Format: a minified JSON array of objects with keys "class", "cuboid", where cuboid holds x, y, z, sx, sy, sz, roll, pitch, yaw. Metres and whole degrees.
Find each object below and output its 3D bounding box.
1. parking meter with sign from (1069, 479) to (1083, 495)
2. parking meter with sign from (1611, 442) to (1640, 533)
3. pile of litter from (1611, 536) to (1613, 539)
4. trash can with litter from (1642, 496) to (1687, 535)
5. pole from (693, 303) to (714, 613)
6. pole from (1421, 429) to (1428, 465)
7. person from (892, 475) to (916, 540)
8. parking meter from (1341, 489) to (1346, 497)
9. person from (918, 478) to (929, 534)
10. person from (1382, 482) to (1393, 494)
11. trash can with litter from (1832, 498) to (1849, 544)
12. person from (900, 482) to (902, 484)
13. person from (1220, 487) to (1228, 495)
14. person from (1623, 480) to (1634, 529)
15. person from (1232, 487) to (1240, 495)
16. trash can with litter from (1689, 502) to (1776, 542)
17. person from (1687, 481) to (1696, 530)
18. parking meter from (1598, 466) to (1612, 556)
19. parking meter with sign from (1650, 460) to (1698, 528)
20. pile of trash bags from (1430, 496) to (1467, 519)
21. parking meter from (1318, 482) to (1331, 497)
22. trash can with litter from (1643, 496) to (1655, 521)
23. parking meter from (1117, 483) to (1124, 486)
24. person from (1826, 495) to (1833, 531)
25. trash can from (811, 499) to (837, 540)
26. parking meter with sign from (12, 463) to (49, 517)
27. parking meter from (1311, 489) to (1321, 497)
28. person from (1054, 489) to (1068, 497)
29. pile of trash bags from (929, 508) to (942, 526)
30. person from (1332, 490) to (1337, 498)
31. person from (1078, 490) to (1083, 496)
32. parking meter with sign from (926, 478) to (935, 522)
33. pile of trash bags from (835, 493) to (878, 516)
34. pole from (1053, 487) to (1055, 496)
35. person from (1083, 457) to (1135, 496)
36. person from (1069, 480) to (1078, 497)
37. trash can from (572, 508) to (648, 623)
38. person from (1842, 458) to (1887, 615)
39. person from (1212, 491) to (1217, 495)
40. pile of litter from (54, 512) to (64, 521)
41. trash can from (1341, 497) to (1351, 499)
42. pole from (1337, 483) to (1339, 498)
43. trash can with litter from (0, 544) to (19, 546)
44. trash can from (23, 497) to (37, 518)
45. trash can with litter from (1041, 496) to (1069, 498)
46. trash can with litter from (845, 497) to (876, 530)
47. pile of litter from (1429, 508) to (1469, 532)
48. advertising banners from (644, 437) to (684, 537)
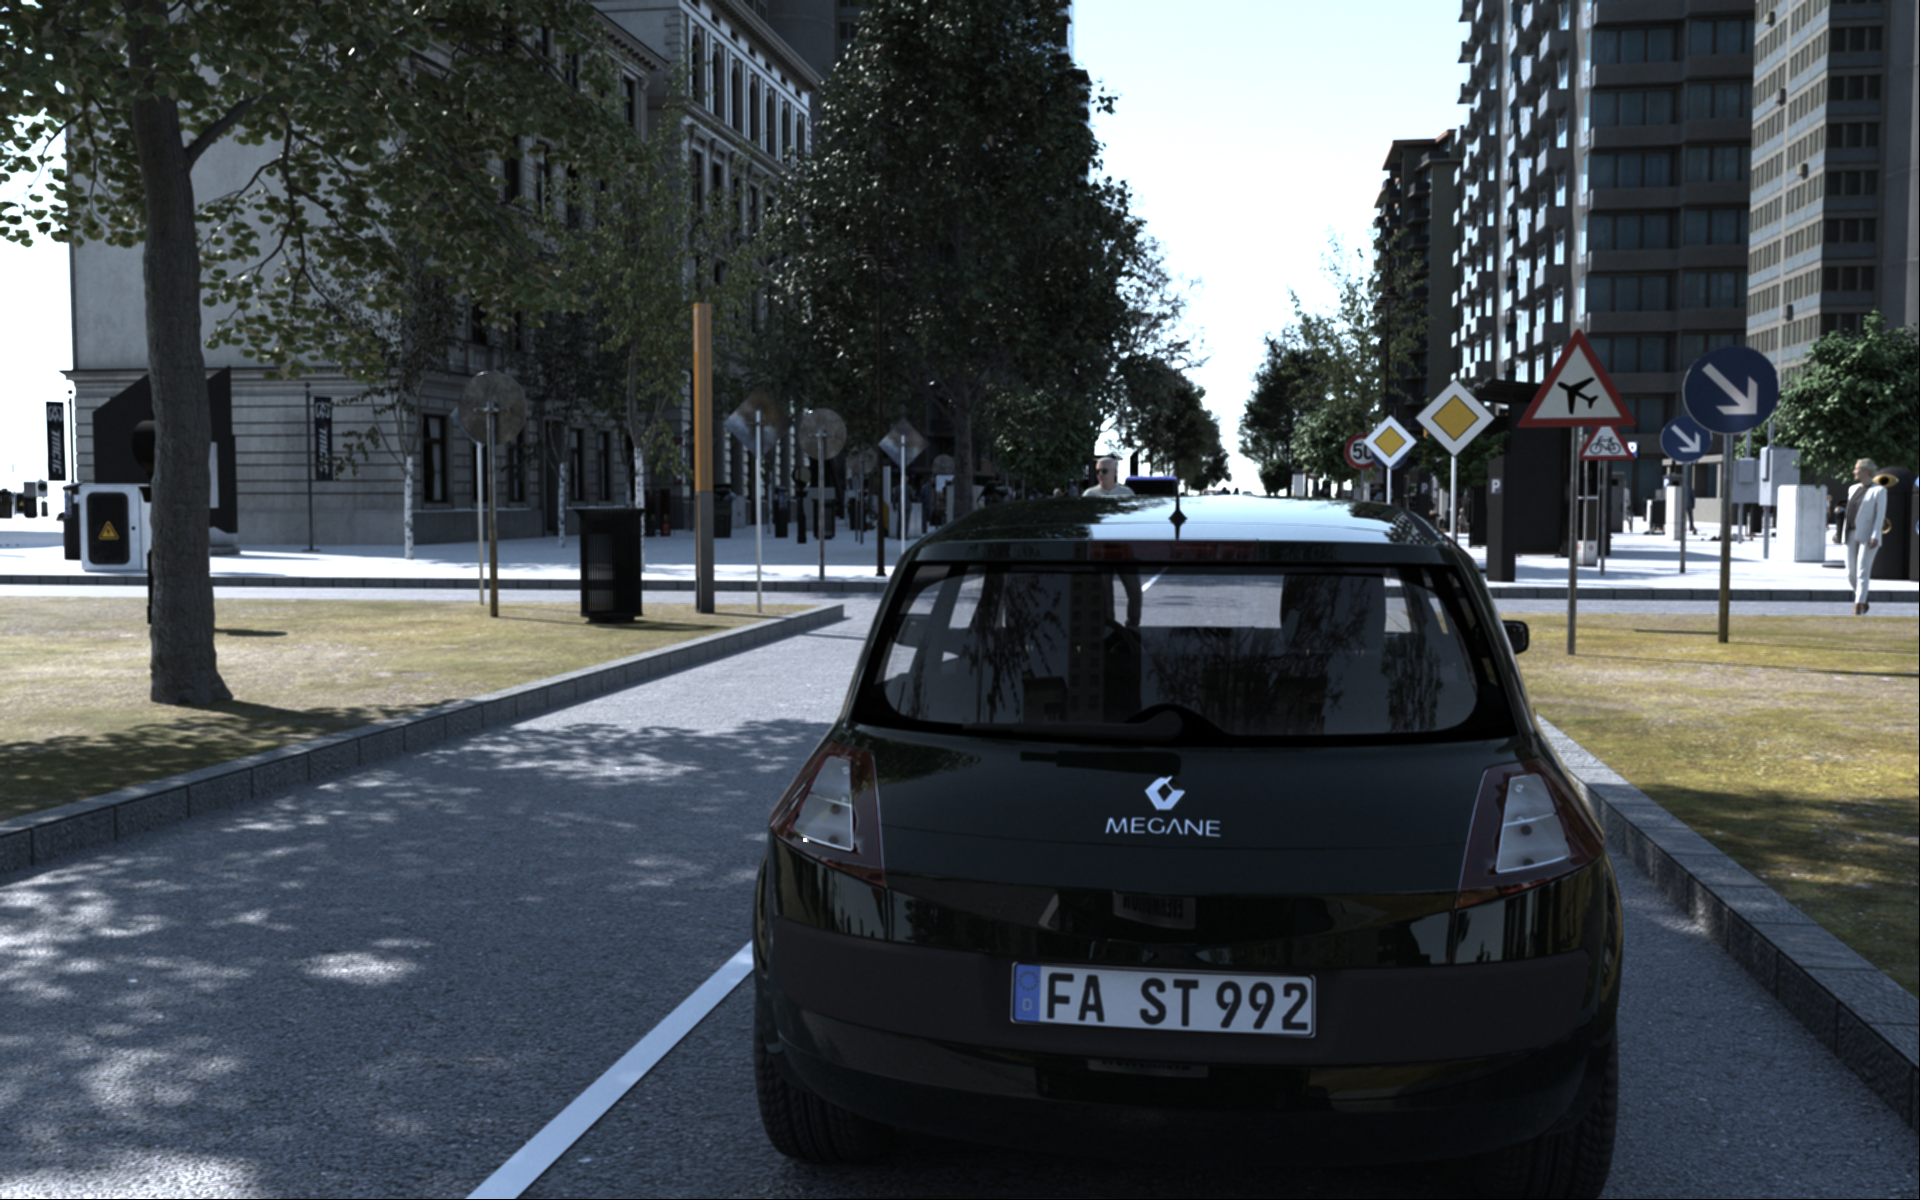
[{"class":"parking meter with sign","cuboid":[5.998,-5.671,88.977,1.738,3.016,0.543,0,4,-6]},{"class":"parking meter with sign","cuboid":[21.630,-3.746,57.513,1.738,3.016,0.543,-1,4,-17]},{"class":"pile of litter","cuboid":[17.319,-2.052,47.512,1.176,0.858,1.719,2,4,35]},{"class":"trash can with litter","cuboid":[22.415,-2.648,54.355,2.233,1.210,1.678,0,4,6]},{"class":"pole","cuboid":[-2.753,-1.514,18.603,0.158,3.312,0.155,0,3,0]},{"class":"pole","cuboid":[13.562,-3.456,50.352,0.158,3.312,0.155,0,3,0]},{"class":"person","cuboid":[-1.542,-2.577,48.354,0.661,1.801,0.590,1,4,12]},{"class":"parking meter","cuboid":[20.830,-5.226,93.849,0.372,1.533,0.369,0,3,0]},{"class":"person","cuboid":[-1.194,-3.060,56.259,0.419,1.800,0.721,-1,4,-18]},{"class":"person","cuboid":[14.855,-3.335,60.759,0.709,1.800,0.728,0,4,6]},{"class":"trash can with litter","cuboid":[22.623,-2.020,44.415,0.624,1.170,1.055,1,4,11]},{"class":"person","cuboid":[-2.308,-3.773,68.307,0.480,1.755,0.524,-3,5,-39]},{"class":"person","cuboid":[12.768,-4.612,84.168,0.793,1.790,0.793,-3,5,-45]},{"class":"person","cuboid":[24.037,-3.444,62.710,0.694,1.780,0.624,-2,4,-25]},{"class":"person","cuboid":[14.460,-5.036,91.110,0.793,1.790,0.793,3,5,40]},{"class":"trash can with litter","cuboid":[21.363,-2.245,47.764,1.678,1.210,2.233,3,5,40]},{"class":"person","cuboid":[26.089,-3.421,62.165,0.721,1.800,0.419,1,4,18]},{"class":"parking meter","cuboid":[13.313,-1.854,36.027,0.255,1.863,0.399,-3,5,-44]},{"class":"parking meter with sign","cuboid":[27.062,-4.249,65.733,1.738,3.016,0.543,-1,4,-16]},{"class":"pile of trash bags","cuboid":[21.766,-4.323,80.433,3.447,1.369,1.912,2,4,32]},{"class":"parking meter","cuboid":[14.170,-3.753,67.077,0.399,1.863,0.255,1,4,10]},{"class":"trash can with litter","cuboid":[32.381,-4.278,81.331,0.624,1.170,1.055,1,4,22]},{"class":"parking meter","cuboid":[8.494,-5.228,91.189,0.399,1.863,0.255,3,4,39]},{"class":"person","cuboid":[29.867,-2.994,59.680,0.352,1.250,0.332,2,4,32]},{"class":"trash can","cuboid":[-3.848,-2.288,49.056,0.748,1.137,0.748,0,3,0]},{"class":"parking meter with sign","cuboid":[-52.901,-6.257,98.556,1.738,3.016,0.543,-2,4,-24]},{"class":"parking meter","cuboid":[16.970,-4.548,82.767,0.372,1.533,0.369,0,3,0]},{"class":"person","cuboid":[4.280,-4.079,73.094,0.532,1.782,0.716,-2,4,-26]},{"class":"pile of trash bags","cuboid":[0.501,-3.730,70.733,3.447,1.369,1.912,-3,5,-42]},{"class":"person","cuboid":[38.844,-10.399,178.536,1.348,1.823,0.705,1,4,12]},{"class":"person","cuboid":[5.756,-4.509,82.361,0.523,1.515,0.503,2,4,33]},{"class":"parking meter with sign","cuboid":[-1.216,-5.152,80.493,1.738,3.016,0.543,-2,4,-26]},{"class":"pile of trash bags","cuboid":[-5.788,-5.470,99.187,3.447,1.369,1.912,2,4,29]},{"class":"pole","cuboid":[4.293,-5.123,77.598,0.158,3.312,0.155,0,3,0]},{"class":"person","cuboid":[1.289,-0.418,15.813,0.782,1.767,0.515,0,4,5]},{"class":"person","cuboid":[4.053,-3.401,61.927,0.850,1.792,0.678,-1,4,-22]},{"class":"trash can","cuboid":[-3.498,-0.349,17.358,0.748,1.137,0.748,0,3,0]},{"class":"person","cuboid":[10.450,-0.711,20.005,0.818,1.842,0.514,-3,5,-44]},{"class":"person","cuboid":[21.574,-8.417,147.042,0.530,1.710,0.541,-2,4,-30]},{"class":"pile of litter","cuboid":[-41.926,-4.154,81.876,1.719,0.858,1.176,-2,4,-32]},{"class":"trash can","cuboid":[19.066,-4.537,85.835,0.748,1.137,0.748,0,3,0]},{"class":"pole","cuboid":[21.277,-6.329,97.329,0.158,3.312,0.155,0,3,0]},{"class":"trash can with litter","cuboid":[-24.669,-1.952,42.975,2.233,1.210,1.678,2,4,26]},{"class":"trash can","cuboid":[-49.521,-4.930,92.265,0.748,1.137,0.748,0,3,0]},{"class":"trash can with litter","cuboid":[4.122,-3.962,75.829,2.233,1.210,1.678,1,4,18]},{"class":"trash can with litter","cuboid":[-3.530,-3.070,61.575,1.055,1.170,0.624,-3,5,-40]},{"class":"pile of litter","cuboid":[16.683,-2.709,58.261,1.719,0.858,1.176,0,4,7]},{"class":"advertising banners","cuboid":[-8.974,-3.449,52.575,0.090,3.025,2.074,2,4,25]}]
